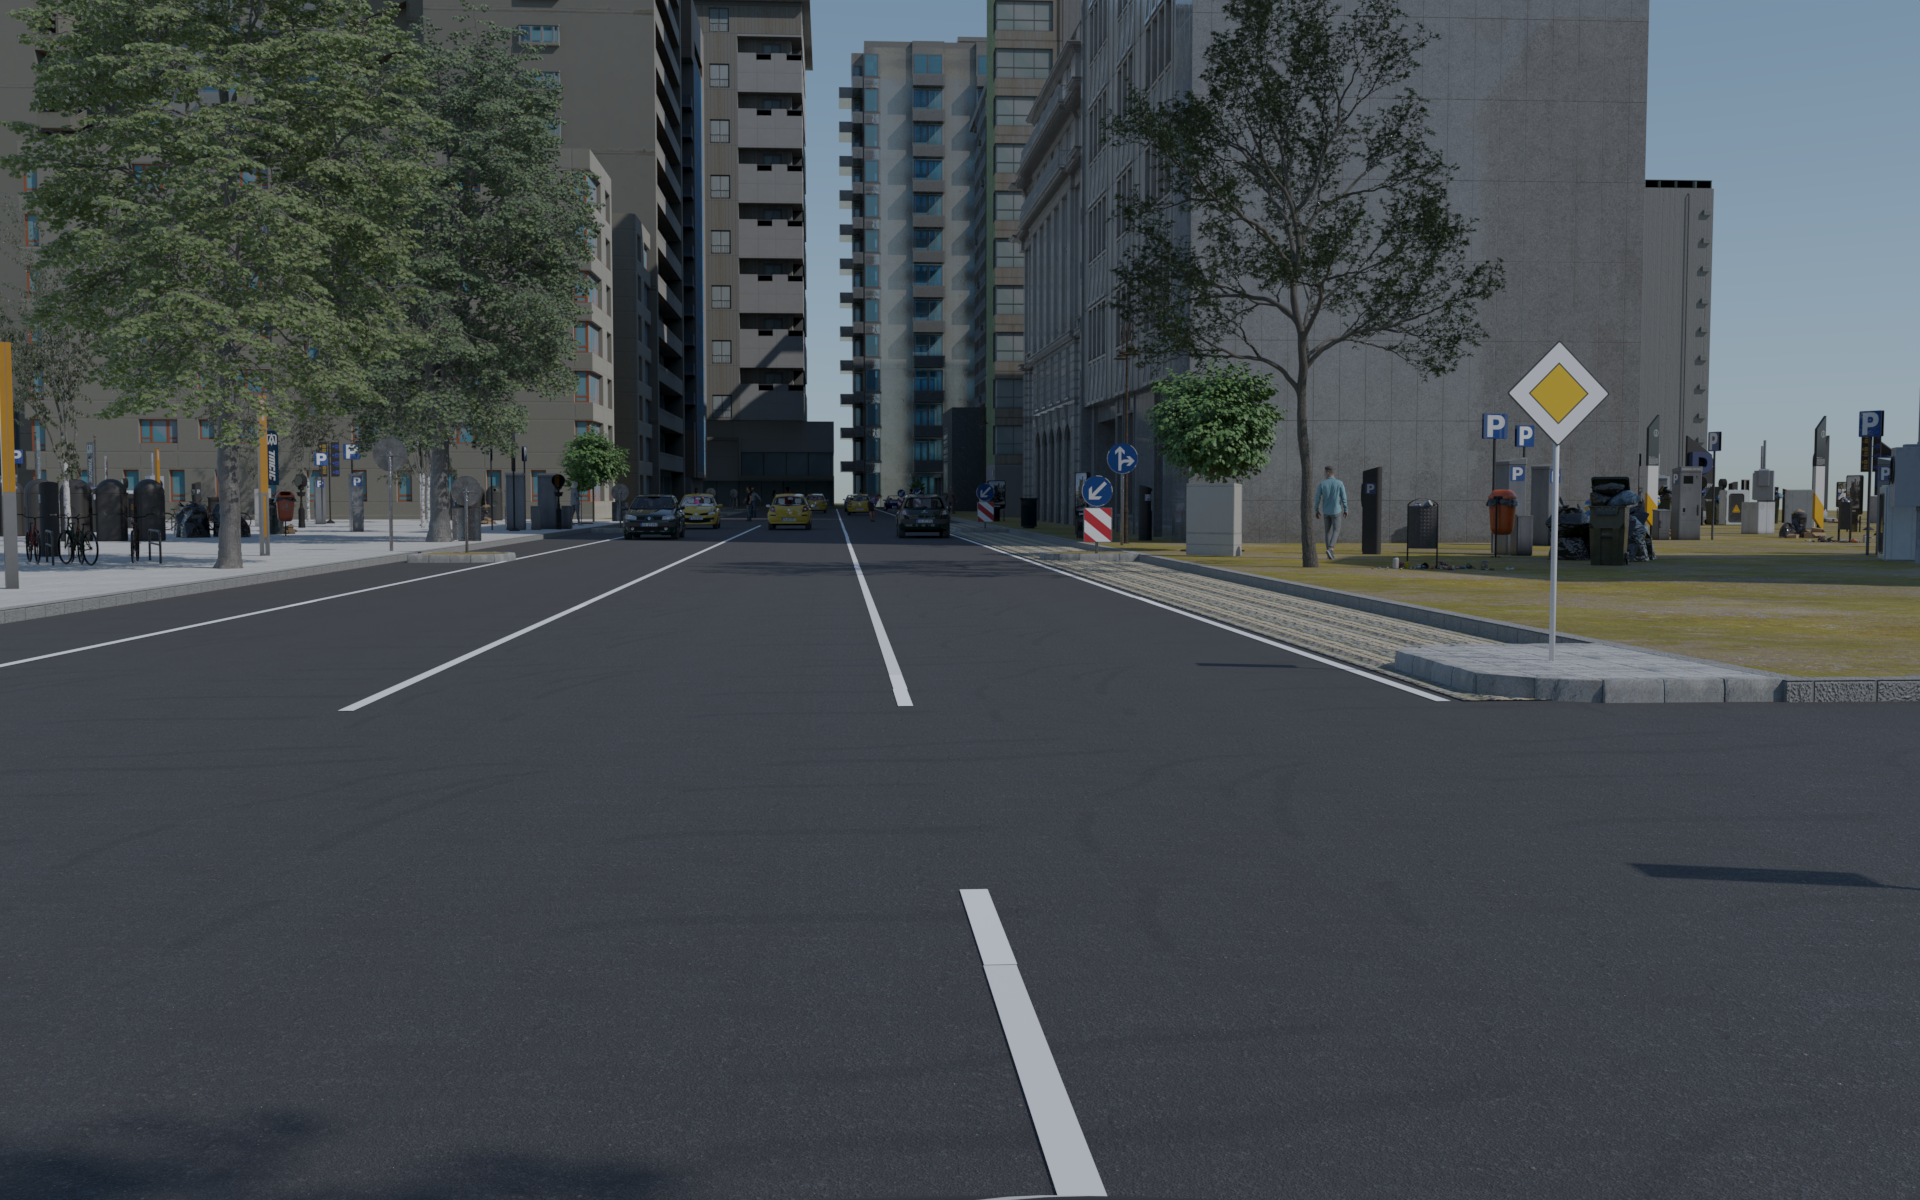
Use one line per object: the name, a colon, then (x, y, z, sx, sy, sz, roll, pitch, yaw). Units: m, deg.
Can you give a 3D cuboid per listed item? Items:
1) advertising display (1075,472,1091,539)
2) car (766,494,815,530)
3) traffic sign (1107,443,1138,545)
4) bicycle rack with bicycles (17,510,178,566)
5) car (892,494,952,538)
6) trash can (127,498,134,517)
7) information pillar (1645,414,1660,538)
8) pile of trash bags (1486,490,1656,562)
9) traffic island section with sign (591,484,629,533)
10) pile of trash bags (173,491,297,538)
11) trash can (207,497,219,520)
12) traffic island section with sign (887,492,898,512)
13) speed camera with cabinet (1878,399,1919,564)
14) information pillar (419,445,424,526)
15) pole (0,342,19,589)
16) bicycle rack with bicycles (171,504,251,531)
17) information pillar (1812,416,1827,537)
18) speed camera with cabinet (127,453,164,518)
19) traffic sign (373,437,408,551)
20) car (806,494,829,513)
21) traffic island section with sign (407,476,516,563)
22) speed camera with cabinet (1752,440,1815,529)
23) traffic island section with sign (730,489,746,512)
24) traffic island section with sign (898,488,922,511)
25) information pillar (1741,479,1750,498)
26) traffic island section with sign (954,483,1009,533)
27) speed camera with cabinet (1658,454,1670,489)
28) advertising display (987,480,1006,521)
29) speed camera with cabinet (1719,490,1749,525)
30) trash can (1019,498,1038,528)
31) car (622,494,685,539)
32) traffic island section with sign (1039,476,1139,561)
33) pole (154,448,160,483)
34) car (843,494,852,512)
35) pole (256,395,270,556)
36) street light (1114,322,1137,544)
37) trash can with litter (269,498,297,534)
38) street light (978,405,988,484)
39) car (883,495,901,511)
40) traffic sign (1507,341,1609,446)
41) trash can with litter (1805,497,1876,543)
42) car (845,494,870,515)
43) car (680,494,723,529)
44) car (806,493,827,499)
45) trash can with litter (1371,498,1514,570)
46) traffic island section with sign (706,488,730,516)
advertising display: (3.531, -2.733, 49.895, 0.123, 1.923, 0.974, -1, 4, -16)
car: (-6.889, -3.676, 70.328, 2.015, 1.641, 3.980, 0, 4, -4)
traffic sign: (4.056, -2.642, 43.300, 0.768, 2.556, 0.104, 0, 4, 5)
bicycle rack with bicycles: (-16.004, -1.142, 32.061, 2.852, 0.926, 2.925, -2, 4, -30)
car: (-1.253, -2.937, 57.801, 2.009, 1.686, 4.222, 0, 4, -3)
trash can: (-33.968, -3.657, 71.450, 0.748, 1.137, 0.748, 0, 3, 0)
information pillar: (20.306, -3.636, 50.802, 0.504, 3.616, 0.183, -2, 4, -31)
pile of trash bags: (12.060, -1.504, 34.337, 3.447, 1.369, 1.912, 3, 5, 43)
traffic island section with sign: (-12.659, -3.423, 64.602, 1.989, 1.847, 2.006, 0, 4, -4)
pile of trash bags: (-21.684, -2.573, 51.813, 3.447, 1.369, 1.912, -2, 4, -23)
trash can: (-36.432, -4.466, 84.666, 0.748, 1.137, 0.748, 0, 3, 0)
traffic island section with sign: (-4.936, -8.144, 141.789, 1.989, 1.847, 2.006, 0, 4, -4)
speed camera with cabinet: (17.841, -2.350, 32.754, 0.660, 3.252, 2.038, 1, 4, 21)
information pillar: (-21.691, -4.798, 69.804, 0.183, 3.616, 0.504, -1, 4, -9)
pole: (-12.839, -1.805, 23.358, 0.158, 3.312, 0.155, 0, 3, 0)
bicycle rack with bicycles: (-26.874, -2.930, 61.295, 2.925, 0.926, 2.852, -1, 4, -10)
information pillar: (25.632, -3.688, 51.659, 0.504, 3.616, 0.183, -2, 4, -34)
speed camera with cabinet: (-39.191, -5.413, 82.833, 0.660, 3.252, 2.038, 3, 4, 39)
traffic sign: (-12.776, -2.369, 38.844, 0.768, 2.556, 0.104, 0, 4, -4)
car: (-10.979, -7.415, 131.459, 2.015, 1.641, 3.980, 0, 4, -5)
traffic island section with sign: (-10.626, -1.743, 37.121, 1.989, 1.847, 2.006, 0, 4, -4)
speed camera with cabinet: (30.222, -4.228, 63.456, 2.038, 3.252, 0.660, 2, 4, 29)
traffic island section with sign: (-18.320, -8.078, 140.708, 1.989, 1.847, 2.006, 0, 4, -4)
traffic island section with sign: (-2.920, -6.494, 114.809, 1.989, 1.847, 2.006, 0, 4, -4)
information pillar: (39.362, -5.037, 86.840, 0.304, 2.012, 0.304, -1, 4, -10)
traffic island section with sign: (0.779, -3.440, 64.875, 1.989, 1.847, 2.006, 0, 4, -4)
speed camera with cabinet: (34.581, -5.521, 84.597, 0.660, 3.252, 2.038, 0, 4, -3)
advertising display: (1.695, -4.641, 81.095, 0.974, 1.923, 0.123, -2, 4, -30)
speed camera with cabinet: (32.264, -4.688, 70.990, 2.038, 3.252, 0.660, 0, 4, -3)
trash can: (2.575, -3.247, 64.742, 0.748, 1.137, 0.748, 0, 3, 0)
car: (-9.850, -2.821, 55.913, 2.009, 1.686, 4.222, 0, 4, -5)
traffic island section with sign: (2.779, -1.788, 37.863, 1.989, 1.847, 2.006, 0, 4, -4)
pole: (-35.559, -5.071, 76.761, 0.158, 3.312, 0.155, 0, 3, 0)
car: (-8.555, -7.894, 141.072, 2.014, 1.417, 4.499, 0, 4, -4)
pole: (-14.461, -2.574, 35.934, 0.158, 3.312, 0.155, 0, 3, 0)
street light: (4.300, -4.400, 44.722, 0.468, 5.910, 1.993, 0, 4, -4)
trash can with litter: (-21.678, -2.679, 55.191, 0.624, 1.170, 1.055, 1, 4, 18)
street light: (1.166, -7.044, 87.965, 0.468, 5.910, 1.993, 0, 4, -4)
car: (-5.630, -8.338, 148.907, 1.945, 1.354, 3.894, 0, 4, -4)
traffic sign: (4.579, -0.676, 13.248, 0.795, 2.593, 0.064, 0, 4, -4)
trash can with litter: (23.469, -2.149, 46.196, 1.678, 1.210, 2.233, 0, 4, -5)
car: (-6.830, -6.600, 118.141, 2.015, 1.641, 3.980, 0, 4, -2)
car: (-10.852, -3.772, 71.895, 2.015, 1.641, 3.980, 0, 4, -6)
car: (-12.573, -8.641, 150.322, 2.155, 1.783, 4.494, 0, 4, -4)
trash can with litter: (8.270, -1.131, 29.556, 2.233, 1.210, 1.678, 2, 4, 26)
traffic island section with sign: (-16.323, -6.434, 113.827, 1.989, 1.847, 2.006, 0, 4, -4)
